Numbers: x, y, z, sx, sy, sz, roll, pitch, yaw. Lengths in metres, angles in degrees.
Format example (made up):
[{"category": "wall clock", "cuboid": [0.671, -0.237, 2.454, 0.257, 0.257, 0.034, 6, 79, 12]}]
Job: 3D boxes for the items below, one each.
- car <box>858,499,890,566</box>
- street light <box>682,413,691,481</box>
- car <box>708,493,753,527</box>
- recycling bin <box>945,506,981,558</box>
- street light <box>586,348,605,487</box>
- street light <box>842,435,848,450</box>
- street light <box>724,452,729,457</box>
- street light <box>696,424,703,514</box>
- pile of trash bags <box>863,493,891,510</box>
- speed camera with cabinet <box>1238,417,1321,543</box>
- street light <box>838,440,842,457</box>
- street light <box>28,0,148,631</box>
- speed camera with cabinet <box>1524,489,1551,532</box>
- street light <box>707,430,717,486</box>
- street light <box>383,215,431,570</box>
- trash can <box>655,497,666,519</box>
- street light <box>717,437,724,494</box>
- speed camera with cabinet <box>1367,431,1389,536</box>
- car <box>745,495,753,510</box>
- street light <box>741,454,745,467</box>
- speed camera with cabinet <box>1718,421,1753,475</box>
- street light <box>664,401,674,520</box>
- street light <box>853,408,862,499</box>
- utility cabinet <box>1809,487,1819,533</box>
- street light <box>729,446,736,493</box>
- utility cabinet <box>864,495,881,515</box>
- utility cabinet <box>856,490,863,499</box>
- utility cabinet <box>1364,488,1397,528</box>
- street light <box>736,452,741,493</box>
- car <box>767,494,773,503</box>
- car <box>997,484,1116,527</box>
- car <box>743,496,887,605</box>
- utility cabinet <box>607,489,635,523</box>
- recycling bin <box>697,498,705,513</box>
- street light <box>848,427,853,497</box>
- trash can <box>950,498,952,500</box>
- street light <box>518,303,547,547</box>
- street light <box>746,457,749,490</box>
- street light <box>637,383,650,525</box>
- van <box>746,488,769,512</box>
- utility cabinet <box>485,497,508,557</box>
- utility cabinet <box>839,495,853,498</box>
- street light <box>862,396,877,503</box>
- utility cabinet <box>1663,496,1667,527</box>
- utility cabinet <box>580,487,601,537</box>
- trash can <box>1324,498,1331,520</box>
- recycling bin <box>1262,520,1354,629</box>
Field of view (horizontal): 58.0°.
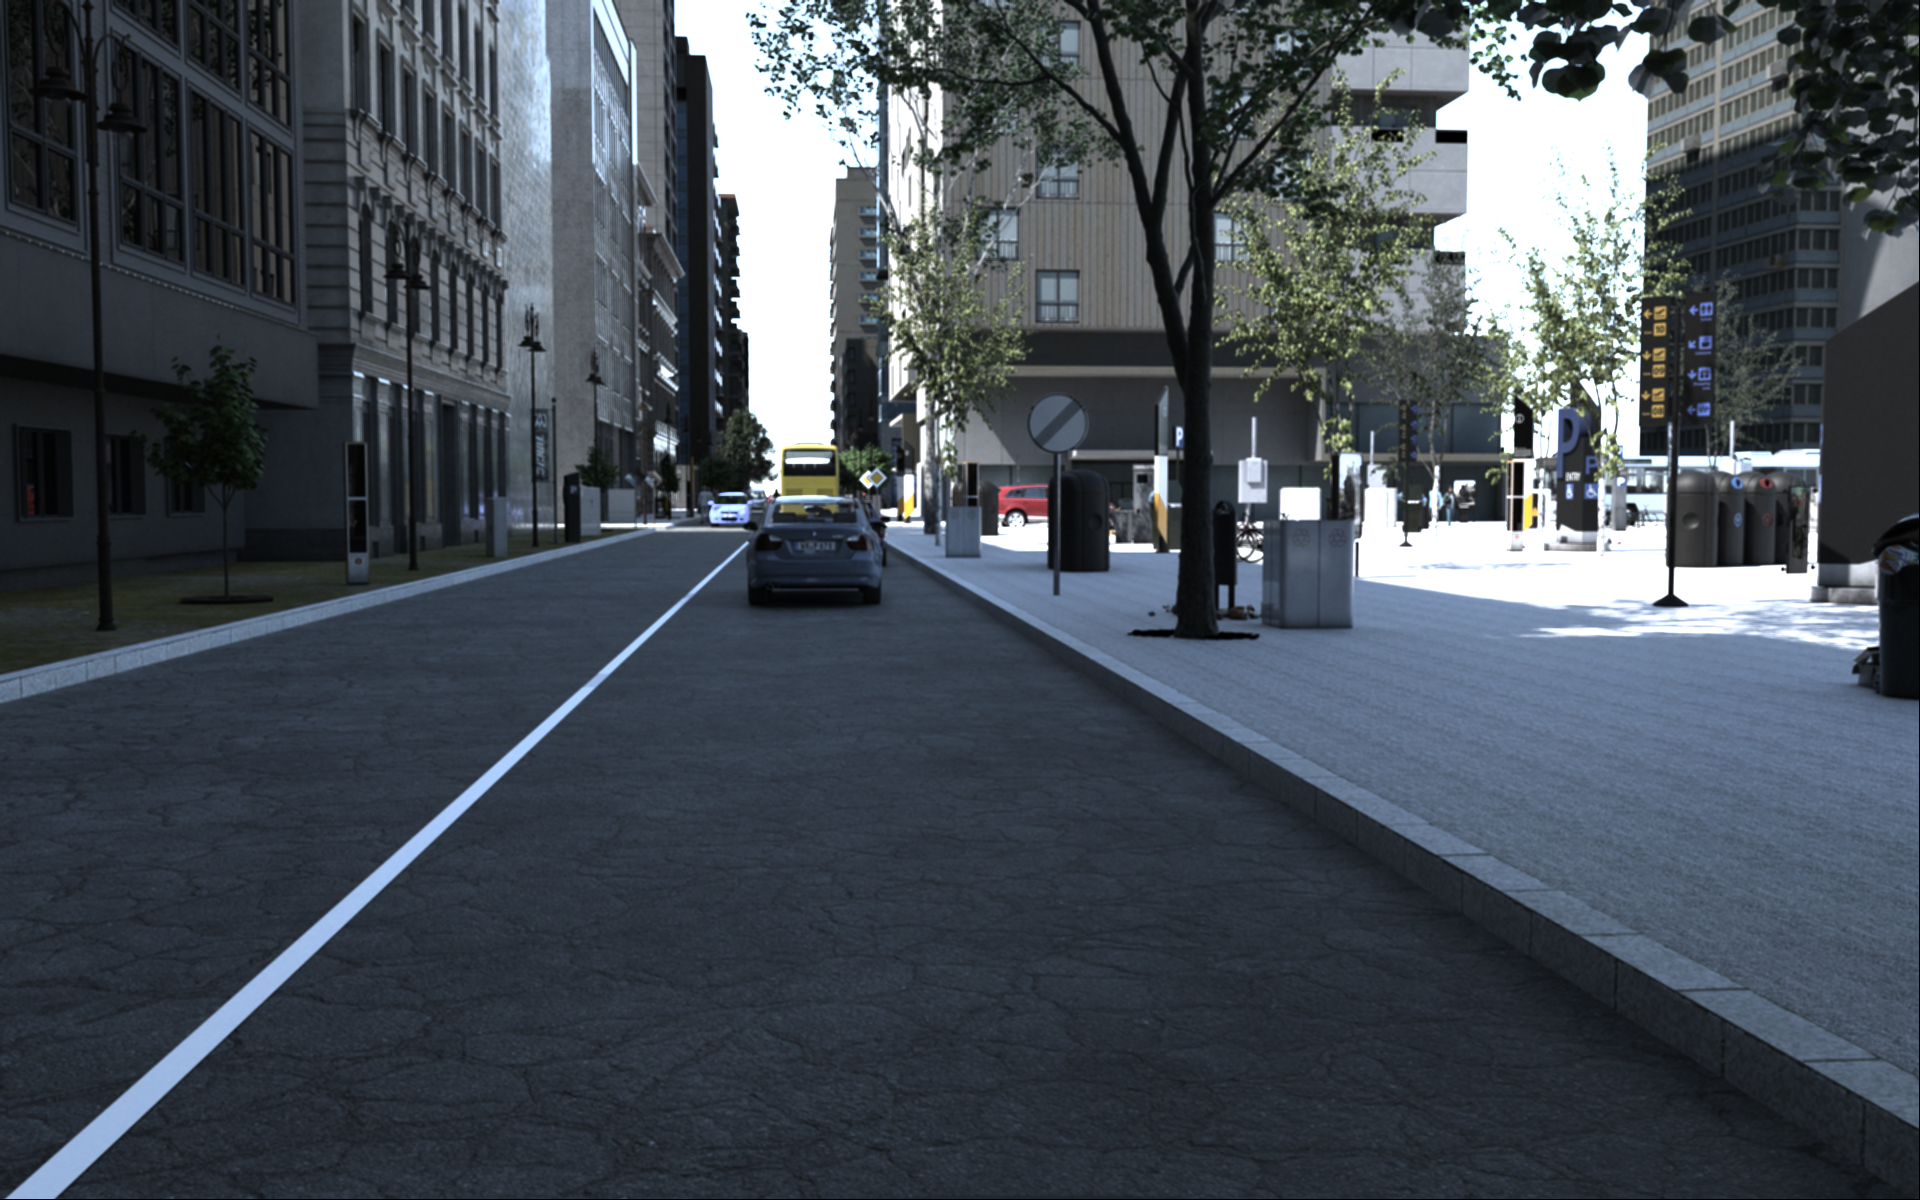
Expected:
[{"category": "car", "cuboid": [-2.402, -1.417, 35.747, 1.945, 1.354, 3.894, 0, 4, -4]}, {"category": "street light", "cuboid": [-15.618, -7.723, 99.055, 0.468, 5.910, 1.993, 0, 4, -5]}, {"category": "car", "cuboid": [-10.012, -4.051, 75.832, 1.945, 1.707, 3.694, 0, 4, -5]}, {"category": "recycling bin", "cuboid": [0.064, -1.393, 35.337, 0.722, 1.027, 0.722, 0, 4, -1]}, {"category": "street light", "cuboid": [-11.559, -5.029, 55.006, 0.468, 5.910, 1.993, 0, 4, -5]}, {"category": "street light", "cuboid": [-7.668, -8.954, 119.183, 0.468, 5.910, 1.993, 0, 4, -5]}, {"category": "street light", "cuboid": [-20.300, -10.749, 148.535, 0.468, 5.910, 1.993, 0, 4, -5]}, {"category": "street light", "cuboid": [-16.848, -8.513, 111.982, 0.468, 5.910, 1.993, 0, 4, -5]}, {"category": "pile of trash bags", "cuboid": [-7.305, -8.249, 144.622, 1.912, 1.369, 3.447, -3, 4, -38]}, {"category": "speed camera with cabinet", "cuboid": [8.261, -3.086, 44.786, 2.038, 3.252, 0.660, 0, 4, 2]}, {"category": "street light", "cuboid": [-8.867, -9.767, 132.484, 0.468, 5.910, 1.993, 0, 4, -5]}, {"category": "street light", "cuboid": [-8.030, -2.650, 16.118, 0.468, 5.910, 1.993, 0, 4, -5]}, {"category": "speed camera with cabinet", "cuboid": [19.940, -3.922, 58.454, 2.038, 3.252, 0.660, 0, 4, 5]}, {"category": "street light", "cuboid": [-18.042, -9.329, 125.310, 0.468, 5.910, 1.993, 0, 4, -5]}, {"category": "street light", "cuboid": [-9.223, -3.441, 29.048, 0.468, 5.910, 1.993, 0, 4, -5]}, {"category": "trash can", "cuboid": [-15.734, -4.834, 90.693, 0.748, 1.137, 0.748, 0, 3, 0]}, {"category": "street light", "cuboid": [-19.323, -10.127, 138.371, 0.468, 5.910, 1.993, 0, 4, -5]}, {"category": "speed camera with cabinet", "cuboid": [12.960, -3.631, 53.696, 0.660, 3.252, 2.038, 1, 4, 13]}, {"category": "car", "cuboid": [-13.991, -5.920, 108.801, 2.014, 1.417, 4.499, 0, 4, -5]}, {"category": "street light", "cuboid": [-23.863, -13.155, 187.873, 0.468, 5.910, 1.993, 0, 4, -5]}, {"category": "speed camera with cabinet", "cuboid": [21.376, -3.182, 46.365, 0.660, 3.252, 2.038, -2, 4, -32]}, {"category": "street light", "cuboid": [-14.473, -6.932, 86.121, 0.468, 5.910, 1.993, 0, 4, -5]}, {"category": "street light", "cuboid": [-5.317, -7.338, 92.763, 0.468, 5.910, 1.993, 0, 4, -5]}, {"category": "utility cabinet", "cuboid": [27.899, -2.944, 56.812, 1.173, 1.500, 0.318, 2, 4, 29]}, {"category": "street light", "cuboid": [-21.501, -11.573, 162.011, 0.468, 5.910, 1.993, 0, 4, -5]}, {"category": "utility cabinet", "cuboid": [-5.380, -5.816, 106.256, 1.020, 1.237, 0.306, -2, 4, -26]}, {"category": "utility cabinet", "cuboid": [-6.019, -5.840, 104.162, 0.318, 1.500, 1.173, 0, 4, 3]}, {"category": "utility cabinet", "cuboid": [15.967, -3.491, 65.749, 1.173, 1.500, 0.318, 2, 4, 35]}, {"category": "street light", "cuboid": [-22.686, -12.364, 174.942, 0.468, 5.910, 1.993, 0, 4, -5]}, {"category": "car", "cuboid": [-25.512, -13.958, 237.250, 2.155, 1.783, 4.494, 0, 4, -7]}, {"category": "car", "cuboid": [3.595, -3.679, 68.816, 5.304, 1.827, 2.281, 0, 4, -5]}, {"category": "car", "cuboid": [-1.991, -0.721, 23.786, 2.014, 1.417, 4.499, 0, 4, -5]}, {"category": "utility cabinet", "cuboid": [-15.014, -4.163, 76.743, 1.173, 1.500, 0.318, -1, 4, -18]}, {"category": "recycling bin", "cuboid": [-17.345, -6.401, 117.211, 0.722, 1.027, 0.722, -2, 4, -30]}, {"category": "street light", "cuboid": [-6.407, -8.129, 105.703, 0.468, 5.910, 1.993, 0, 4, -5]}, {"category": "trash can", "cuboid": [-0.009, -3.278, 65.248, 0.748, 1.137, 0.748, 0, 3, 0]}, {"category": "street light", "cuboid": [-10.358, -4.238, 42.077, 0.468, 5.910, 1.993, 0, 4, -5]}, {"category": "street light", "cuboid": [-25.097, -13.946, 200.800, 0.468, 5.910, 1.993, 0, 4, -5]}, {"category": "street light", "cuboid": [-13.173, -6.085, 72.285, 0.468, 5.910, 1.993, 0, 4, -5]}, {"category": "van", "cuboid": [-14.891, -7.298, 126.326, 2.013, 2.044, 4.112, 0, 4, -4]}, {"category": "utility cabinet", "cuboid": [-9.555, -1.498, 35.661, 0.306, 1.237, 1.020, -2, 4, -24]}, {"category": "utility cabinet", "cuboid": [-8.096, -6.823, 122.720, 1.020, 1.237, 0.306, 1, 4, 14]}, {"category": "street light", "cuboid": [-4.098, -6.547, 79.836, 0.468, 5.910, 1.993, 0, 4, -5]}, {"category": "utility cabinet", "cuboid": [28.100, -3.464, 67.795, 1.020, 1.237, 0.306, 1, 4, 18]}, {"category": "utility cabinet", "cuboid": [-11.216, -2.653, 52.058, 0.318, 1.500, 1.173, 1, 4, 18]}, {"category": "trash can", "cuboid": [12.780, -2.893, 58.950, 0.748, 1.137, 0.748, 0, 3, 0]}, {"category": "recycling bin", "cuboid": [3.376, -0.262, 16.831, 0.722, 1.027, 0.722, 0, 4, -5]}]
